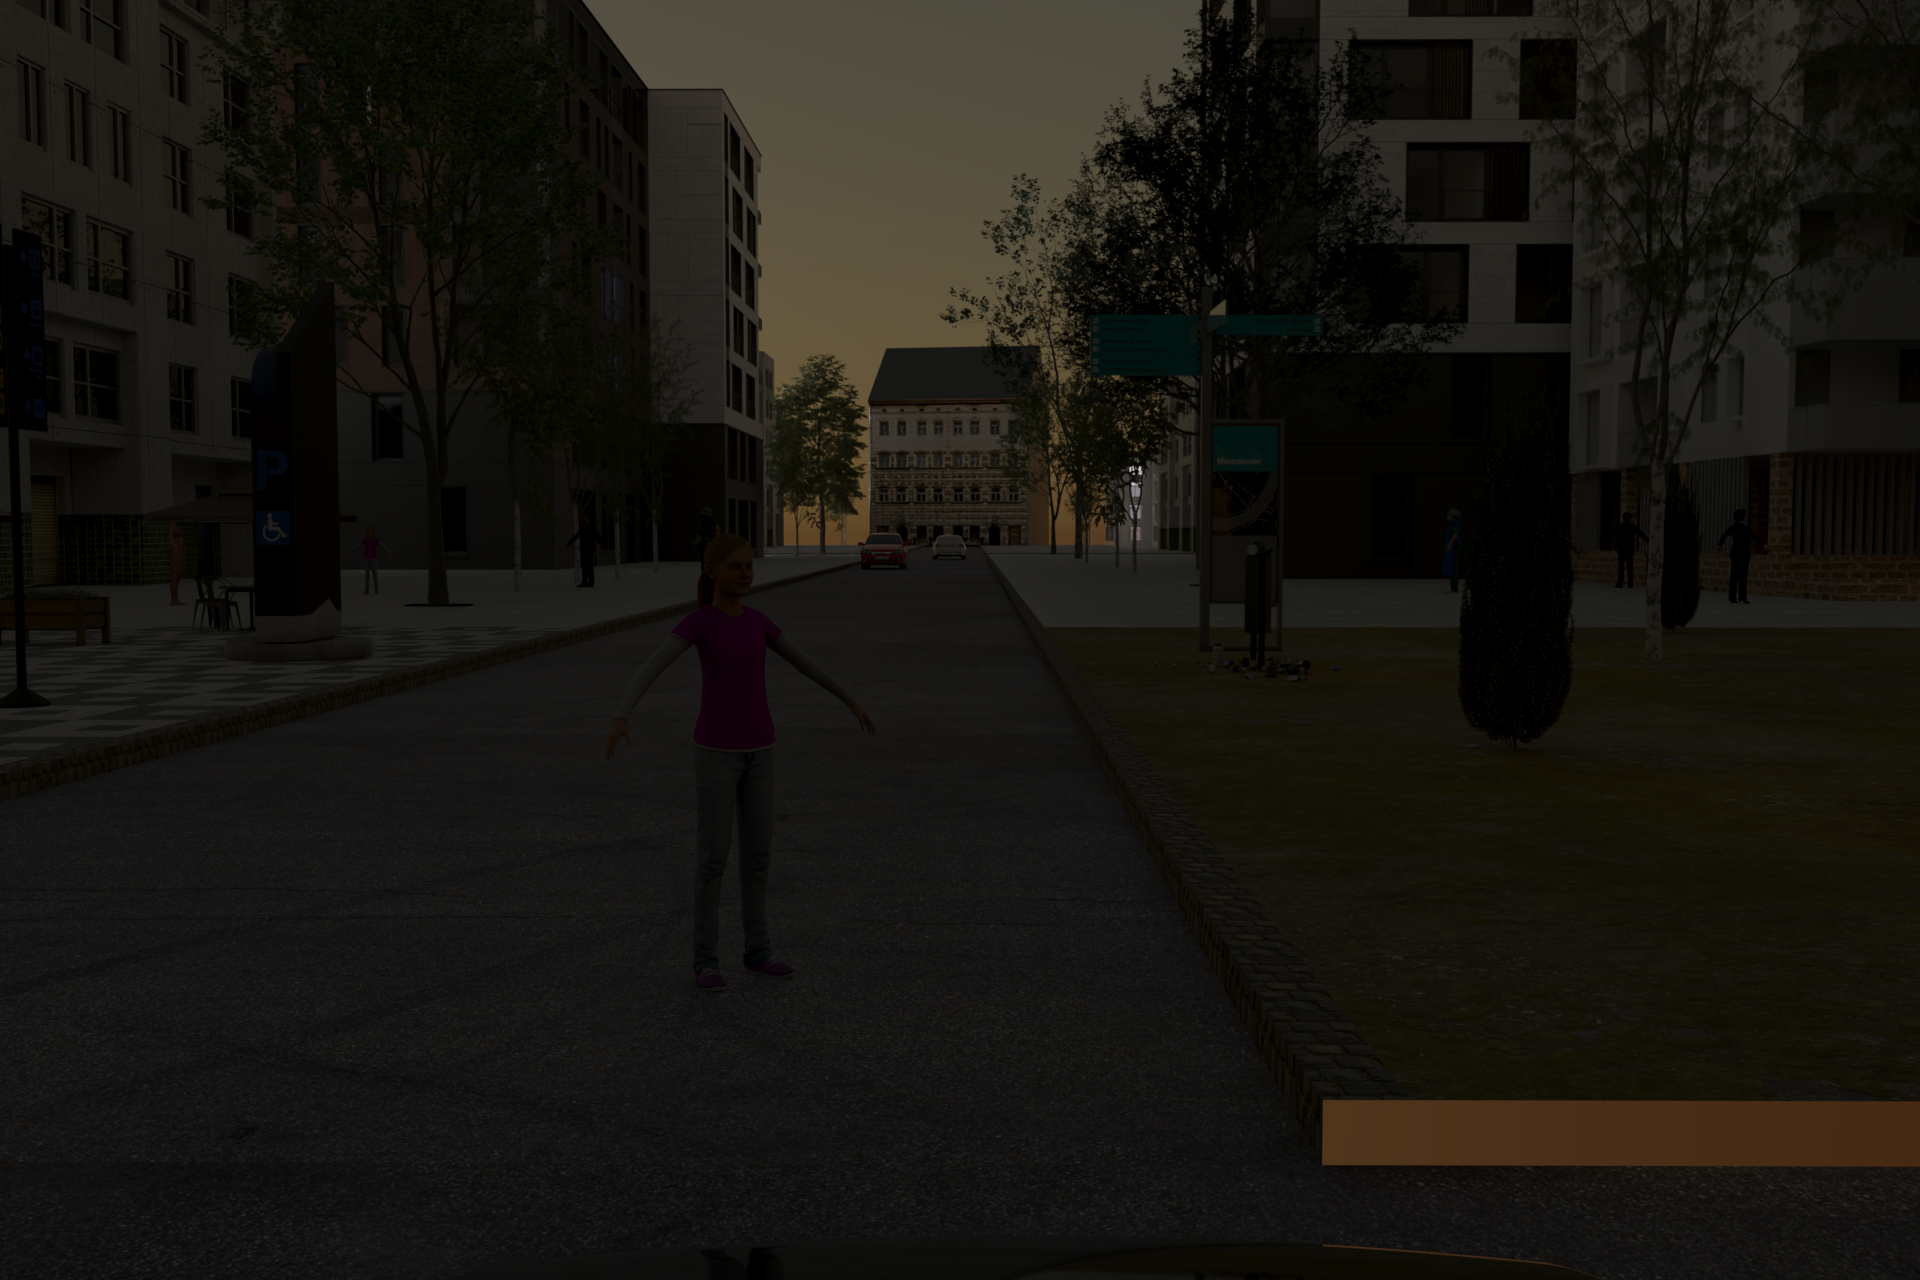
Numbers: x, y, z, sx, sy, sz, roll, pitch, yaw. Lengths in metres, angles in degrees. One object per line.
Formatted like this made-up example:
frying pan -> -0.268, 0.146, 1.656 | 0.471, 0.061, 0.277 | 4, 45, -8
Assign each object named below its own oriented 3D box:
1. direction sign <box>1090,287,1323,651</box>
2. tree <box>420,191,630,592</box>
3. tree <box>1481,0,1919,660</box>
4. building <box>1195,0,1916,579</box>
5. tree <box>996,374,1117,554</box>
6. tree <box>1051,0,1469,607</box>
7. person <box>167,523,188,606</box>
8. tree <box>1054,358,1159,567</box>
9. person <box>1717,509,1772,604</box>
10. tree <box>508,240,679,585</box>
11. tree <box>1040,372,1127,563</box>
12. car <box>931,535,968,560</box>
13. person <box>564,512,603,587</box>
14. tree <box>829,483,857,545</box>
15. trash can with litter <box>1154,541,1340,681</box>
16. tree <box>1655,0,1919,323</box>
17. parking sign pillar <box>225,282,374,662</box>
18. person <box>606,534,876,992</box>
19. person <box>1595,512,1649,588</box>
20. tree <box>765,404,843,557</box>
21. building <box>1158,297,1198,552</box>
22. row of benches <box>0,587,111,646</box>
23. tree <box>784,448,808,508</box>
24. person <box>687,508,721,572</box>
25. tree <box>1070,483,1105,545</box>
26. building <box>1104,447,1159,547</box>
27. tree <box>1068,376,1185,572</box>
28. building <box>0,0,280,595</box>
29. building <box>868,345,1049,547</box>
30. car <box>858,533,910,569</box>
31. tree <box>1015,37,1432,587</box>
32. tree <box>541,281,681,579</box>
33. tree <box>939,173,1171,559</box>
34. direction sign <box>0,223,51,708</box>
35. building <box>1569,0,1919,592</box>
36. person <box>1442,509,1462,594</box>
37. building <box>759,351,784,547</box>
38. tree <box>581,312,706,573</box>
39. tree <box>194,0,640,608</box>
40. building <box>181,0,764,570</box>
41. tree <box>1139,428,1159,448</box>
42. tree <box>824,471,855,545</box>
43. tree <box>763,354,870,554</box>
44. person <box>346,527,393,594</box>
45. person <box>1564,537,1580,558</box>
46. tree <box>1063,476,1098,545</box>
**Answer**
direction sign -> 2.685, -1.808, 18.328 | 2.525, 3.948, 1.411 | 0, 4, -1
tree -> -9.527, -5.363, 38.049 | 4.737, 8.622, 4.395 | 0, 3, 0
tree -> 6.865, -4.106, 17.500 | 4.360, 8.622, 3.978 | 0, 3, 0
building -> 22.556, -13.509, 64.846 | 27.936, 21.610, 32.646 | 0, 4, 0
tree -> 6.034, -11.219, 109.189 | 9.928, 11.665, 9.643 | 0, 3, 0
tree -> 5.087, -5.860, 30.218 | 7.601, 10.594, 8.767 | 0, 4, 2
person -> -14.045, -1.491, 31.189 | 0.721, 1.733, 1.217 | -1, 4, -17
tree -> 5.863, -7.119, 66.753 | 4.737, 8.622, 4.395 | 0, 3, 0
person -> 14.473, -1.547, 32.020 | 0.721, 1.740, 1.216 | -1, 4, -22
tree -> -9.882, -5.726, 43.985 | 4.360, 8.622, 3.978 | 0, 3, 0
tree -> 5.657, -7.767, 77.346 | 4.737, 8.622, 4.395 | 0, 3, 0
car -> -0.601, -5.232, 97.898 | 2.083, 1.381, 4.827 | 0, 4, 0
person -> -9.007, -2.169, 41.687 | 1.346, 1.802, 0.704 | 3, 4, 38
tree -> -13.177, -15.387, 201.939 | 4.360, 8.622, 3.978 | 0, 3, 0
trash can with litter -> 2.725, -0.310, 16.119 | 1.678, 1.210, 2.233 | 0, 4, 1
tree -> 7.942, -3.798, 12.454 | 4.360, 8.622, 3.978 | 0, 3, 0
parking sign pillar -> -6.876, -1.803, 17.946 | 1.447, 3.967, 1.447 | 0, 3, 0
person -> -0.689, 0.380, 5.505 | 0.991, 1.433, 0.599 | -3, 5, -40
person -> 15.843, -2.143, 41.229 | 1.347, 1.806, 0.705 | 0, 4, 4
tree -> -9.035, -9.018, 97.812 | 4.737, 8.622, 4.395 | 0, 3, 0
building -> 24.763, -16.034, 128.616 | 16.747, 18.905, 31.486 | 0, 4, 1
row of benches -> -11.898, -0.287, 20.152 | 4.104, 0.672, 1.422 | 0, 4, 2
tree -> -21.865, -17.514, 196.716 | 12.009, 13.543, 11.850 | 0, 3, 0
person -> -5.546, -1.965, 37.908 | 0.705, 1.856, 1.354 | 1, 4, 20
tree -> 14.364, -14.965, 195.043 | 4.737, 8.622, 4.395 | 0, 3, 0
building -> 20.100, -14.261, 175.307 | 9.099, 9.664, 28.070 | 0, 4, 1
tree -> 5.805, -6.590, 58.104 | 4.737, 8.622, 4.395 | 0, 3, 0
building -> -28.656, -10.353, 35.732 | 16.747, 18.905, 31.486 | 0, 3, 0
building -> 0.284, -22.534, 201.823 | 18.063, 23.208, 19.493 | 1, 4, 10
car -> -3.114, -3.815, 71.410 | 2.155, 1.783, 4.494 | 0, 3, 0
tree -> 6.344, -8.059, 42.128 | 12.009, 13.543, 11.850 | 0, 3, 0
tree -> -9.629, -6.074, 49.679 | 4.360, 8.622, 3.978 | 0, 3, 0
tree -> 5.497, -14.395, 91.245 | 12.611, 20.169, 13.585 | 0, 3, 0
direction sign -> -6.996, -1.273, 12.819 | 0.379, 3.537, 0.876 | 0, 4, 1
building -> 21.666, -11.541, 45.121 | 16.016, 20.090, 11.380 | 0, 3, 0
person -> 10.540, -1.895, 37.108 | 0.704, 1.817, 1.347 | 1, 4, 17
building -> -27.329, -18.424, 167.689 | 16.747, 18.905, 31.486 | 0, 4, 1
tree -> -9.780, -6.503, 56.682 | 4.360, 8.622, 3.978 | 0, 3, 0
tree -> -9.330, -6.406, 30.500 | 9.928, 11.665, 9.643 | 0, 3, 0
building -> -24.830, -14.304, 77.851 | 27.936, 21.610, 32.646 | 0, 4, 1
tree -> 22.930, -17.581, 197.824 | 12.009, 13.543, 11.850 | 0, 3, 0
tree -> -13.525, -14.951, 194.802 | 4.737, 8.622, 4.395 | 0, 3, 0
tree -> -9.037, -11.712, 109.623 | 7.486, 12.596, 7.792 | 0, 3, 0
person -> -12.567, -1.690, 36.897 | 0.991, 1.433, 0.599 | 0, 4, -4
person -> 9.162, -1.311, 27.566 | 1.348, 1.813, 0.705 | 1, 4, 14
tree -> 14.062, -15.242, 199.571 | 4.737, 8.622, 4.395 | 0, 3, 0
